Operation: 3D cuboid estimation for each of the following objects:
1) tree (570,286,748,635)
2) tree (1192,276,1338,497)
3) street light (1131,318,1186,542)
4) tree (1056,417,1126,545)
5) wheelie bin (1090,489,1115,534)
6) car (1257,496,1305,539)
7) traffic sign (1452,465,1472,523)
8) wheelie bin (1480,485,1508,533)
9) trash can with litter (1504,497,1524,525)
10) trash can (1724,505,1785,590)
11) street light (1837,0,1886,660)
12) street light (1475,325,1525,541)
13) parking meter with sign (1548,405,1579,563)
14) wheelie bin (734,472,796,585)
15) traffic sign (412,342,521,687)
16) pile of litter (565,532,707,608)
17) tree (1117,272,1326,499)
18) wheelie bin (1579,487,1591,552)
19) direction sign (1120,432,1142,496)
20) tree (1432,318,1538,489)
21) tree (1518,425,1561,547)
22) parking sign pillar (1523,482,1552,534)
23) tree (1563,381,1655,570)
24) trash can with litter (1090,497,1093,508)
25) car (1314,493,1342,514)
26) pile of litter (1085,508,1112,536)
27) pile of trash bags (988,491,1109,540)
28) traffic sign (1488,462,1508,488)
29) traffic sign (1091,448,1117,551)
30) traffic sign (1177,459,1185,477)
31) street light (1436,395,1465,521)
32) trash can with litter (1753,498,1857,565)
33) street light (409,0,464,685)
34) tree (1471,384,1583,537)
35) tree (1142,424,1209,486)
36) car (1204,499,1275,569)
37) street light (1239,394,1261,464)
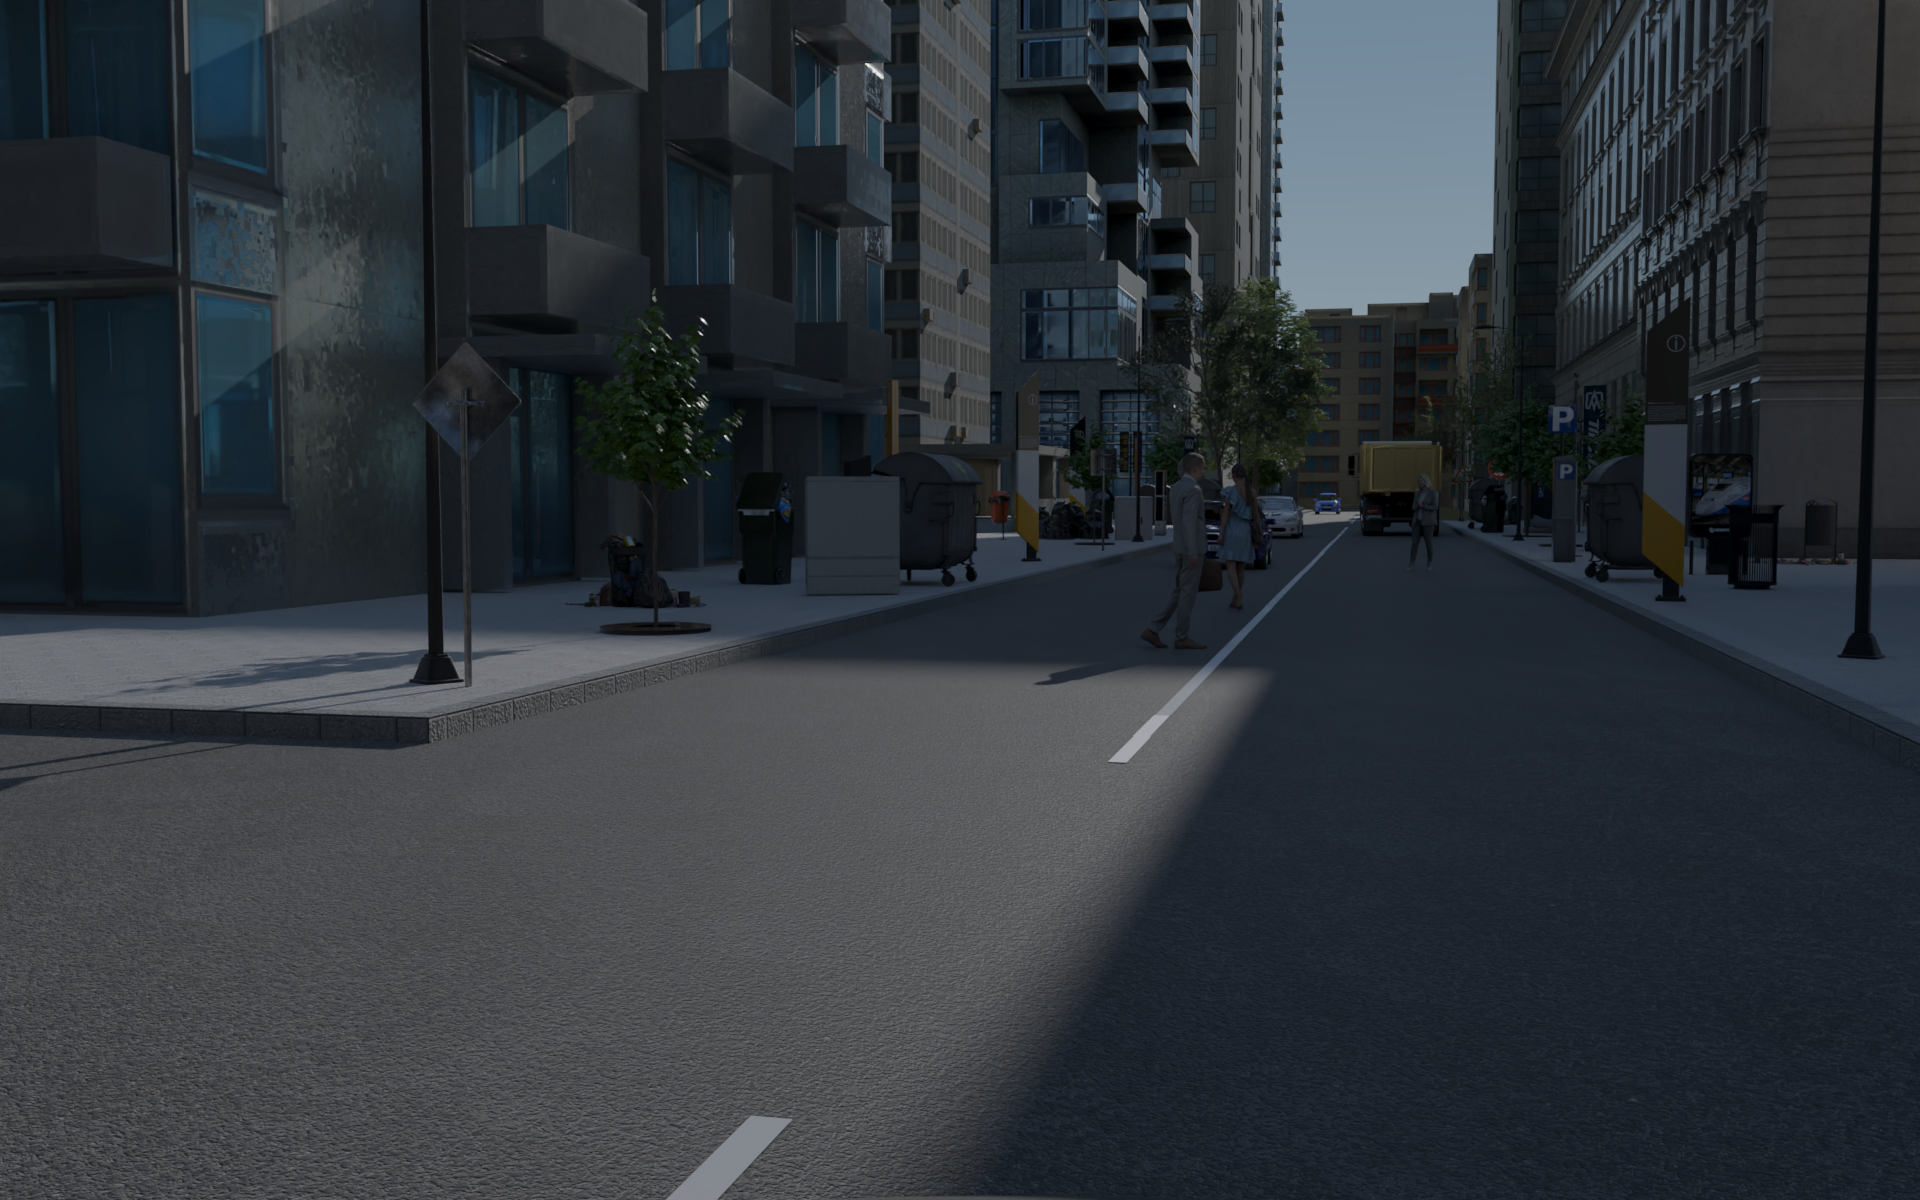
[{"bbox_3d":[-2.739,-1.321,16.202,1.663,3.219,1.824,0,3,0],"label":"tree"},{"bbox_3d":[15.913,-10.544,90.514,7.486,12.596,7.792,0,3,0],"label":"tree"},{"bbox_3d":[5.284,-4.494,46.023,1.470,5.913,1.316,1,4,14],"label":"street light"},{"bbox_3d":[3.404,-3.012,43.843,1.663,3.219,1.824,0,3,0],"label":"tree"},{"bbox_3d":[4.618,-2.956,56.240,0.693,1.594,0.980,-1,4,-22],"label":"wheelie bin"},{"bbox_3d":[10.392,-2.757,57.439,2.083,1.381,4.827,1,4,14],"label":"car"},{"bbox_3d":[22.608,-4.769,77.977,0.884,2.594,0.081,1,4,18],"label":"traffic sign"},{"bbox_3d":[17.712,-3.026,57.377,0.980,1.594,0.693,-3,4,-37],"label":"wheelie bin"},{"bbox_3d":[22.728,-3.678,71.518,1.055,1.170,0.624,-2,4,-31],"label":"trash can with litter"},{"bbox_3d":[10.709,-0.718,23.386,0.748,1.137,0.748,0,3,0],"label":"trash can"},{"bbox_3d":[6.549,-2.508,13.543,1.470,5.913,1.316,1,4,14],"label":"street light"},{"bbox_3d":[14.822,-4.588,47.547,1.470,5.913,1.316,1,4,14],"label":"street light"},{"bbox_3d":[11.557,-2.257,33.161,0.543,3.016,1.738,1,4,16],"label":"parking meter with sign"},{"bbox_3d":[-2.777,-1.028,24.713,0.980,1.594,0.693,1,4,22],"label":"wheelie bin"},{"bbox_3d":[-3.273,-0.480,11.483,0.795,2.450,0.064,1,4,14],"label":"traffic sign"},{"bbox_3d":[-3.739,-0.367,19.966,1.719,0.858,1.176,3,4,37],"label":"pile of litter"},{"bbox_3d":[10.915,-8.416,72.018,8.767,10.594,7.601,0,4,-1],"label":"tree"},{"bbox_3d":[14.265,-1.871,38.499,0.980,1.594,0.693,2,4,34],"label":"wheelie bin"},{"bbox_3d":[6.202,-4.338,62.922,0.876,3.537,0.379,2,4,30],"label":"direction sign"},{"bbox_3d":[22.434,-7.525,73.402,4.737,8.622,4.395,0,3,0],"label":"tree"},{"bbox_3d":[14.745,-2.908,42.148,1.663,3.219,1.824,0,3,0],"label":"tree"},{"bbox_3d":[19.233,-4.176,56.751,1.447,3.967,1.447,-1,4,-12],"label":"parking sign pillar"},{"bbox_3d":[11.502,-2.152,29.791,1.663,3.219,1.824,0,3,0],"label":"tree"},{"bbox_3d":[6.390,-4.182,79.768,0.624,1.170,1.055,-1,4,-22],"label":"trash can with litter"},{"bbox_3d":[26.170,-6.950,123.218,1.945,1.707,3.694,1,4,14],"label":"car"},{"bbox_3d":[3.829,-2.419,53.510,1.719,0.858,1.176,3,5,42],"label":"pile of litter"},{"bbox_3d":[2.417,-2.415,49.231,3.447,1.369,1.912,-1,4,-23],"label":"pile of trash bags"},{"bbox_3d":[18.354,-3.598,58.934,0.768,2.556,0.104,1,4,20],"label":"traffic sign"},{"bbox_3d":[3.216,-2.247,38.862,0.606,2.300,0.079,1,4,19],"label":"traffic sign"},{"bbox_3d":[7.843,-3.646,59.722,0.768,2.556,0.104,1,4,20],"label":"traffic sign"},{"bbox_3d":[23.077,-6.664,81.496,1.470,5.913,1.316,1,4,14],"label":"street light"},{"bbox_3d":[15.403,-1.274,31.892,2.233,1.210,1.678,1,4,20],"label":"trash can with litter"},{"bbox_3d":[-3.047,-2.383,11.506,1.470,5.913,1.316,1,4,14],"label":"street light"},{"bbox_3d":[17.159,-4.178,52.019,4.285,4.588,4.351,0,3,0],"label":"tree"},{"bbox_3d":[10.127,-5.947,80.950,4.285,4.588,4.351,0,3,0],"label":"tree"},{"bbox_3d":[5.264,-1.327,34.269,1.945,1.354,3.894,1,4,12],"label":"car"},{"bbox_3d":[13.454,-6.572,79.992,1.470,5.913,1.316,1,4,14],"label":"street light"}]
